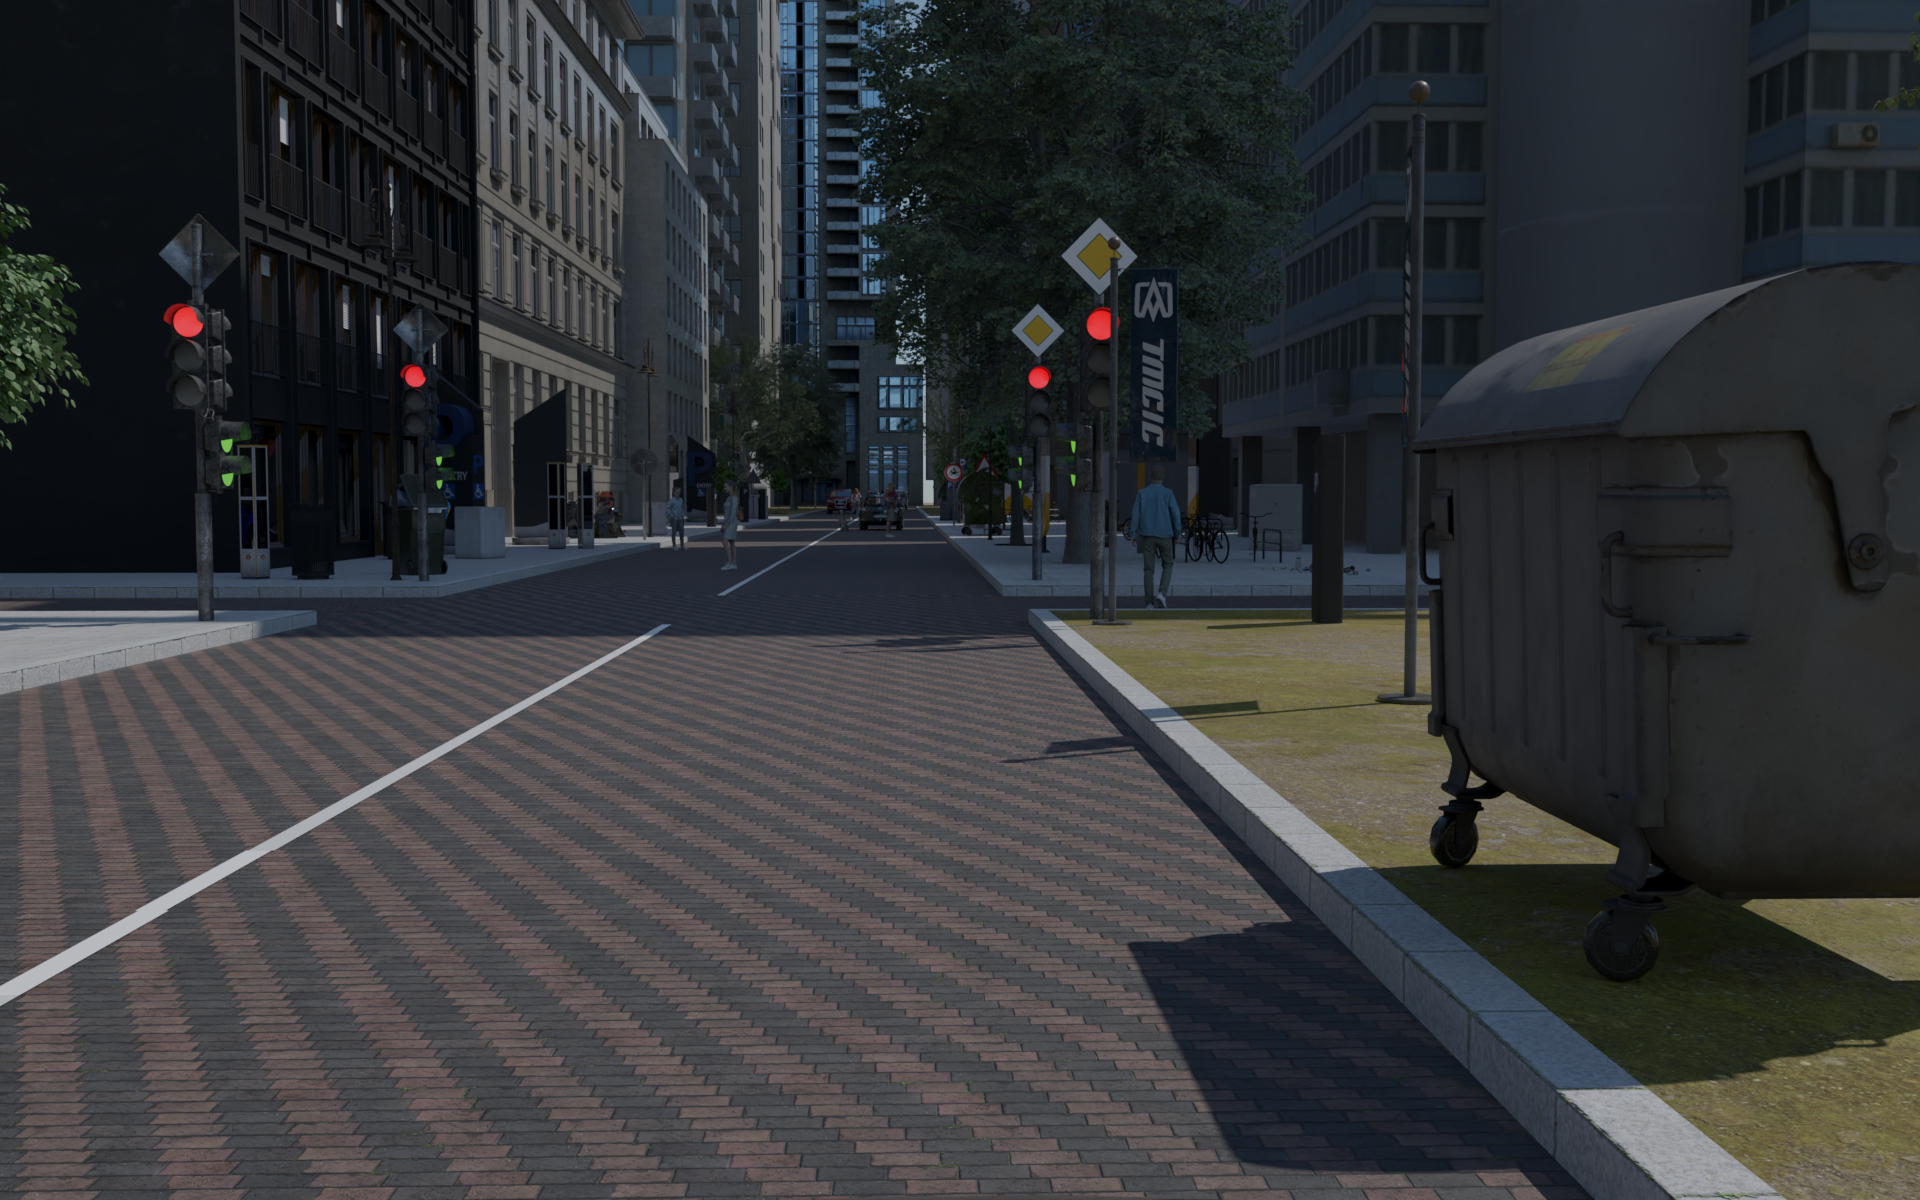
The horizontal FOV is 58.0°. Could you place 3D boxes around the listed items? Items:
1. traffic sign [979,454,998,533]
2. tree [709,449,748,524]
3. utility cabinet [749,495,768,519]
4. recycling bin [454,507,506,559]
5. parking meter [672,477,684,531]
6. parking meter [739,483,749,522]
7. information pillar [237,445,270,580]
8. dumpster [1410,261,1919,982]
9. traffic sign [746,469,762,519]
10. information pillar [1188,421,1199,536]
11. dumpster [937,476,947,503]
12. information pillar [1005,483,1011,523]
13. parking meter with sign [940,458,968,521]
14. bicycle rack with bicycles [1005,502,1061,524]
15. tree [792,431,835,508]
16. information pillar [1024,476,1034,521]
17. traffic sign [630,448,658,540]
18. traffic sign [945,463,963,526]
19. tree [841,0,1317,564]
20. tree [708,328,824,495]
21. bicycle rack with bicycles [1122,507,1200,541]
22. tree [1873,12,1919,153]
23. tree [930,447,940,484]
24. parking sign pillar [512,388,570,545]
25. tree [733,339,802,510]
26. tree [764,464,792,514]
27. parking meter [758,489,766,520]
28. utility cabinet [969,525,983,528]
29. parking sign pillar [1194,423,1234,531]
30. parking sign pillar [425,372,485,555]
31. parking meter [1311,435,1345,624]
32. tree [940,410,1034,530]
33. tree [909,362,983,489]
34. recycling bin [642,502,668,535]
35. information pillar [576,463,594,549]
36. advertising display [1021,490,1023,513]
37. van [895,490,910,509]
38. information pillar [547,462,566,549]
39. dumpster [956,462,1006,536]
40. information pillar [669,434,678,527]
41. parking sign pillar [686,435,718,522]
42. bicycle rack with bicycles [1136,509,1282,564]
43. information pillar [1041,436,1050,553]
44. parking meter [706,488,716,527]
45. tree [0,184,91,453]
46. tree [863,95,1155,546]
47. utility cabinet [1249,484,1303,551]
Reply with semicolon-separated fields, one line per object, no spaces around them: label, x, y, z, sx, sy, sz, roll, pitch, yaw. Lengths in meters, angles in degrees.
traffic sign;0.795;-3.461;56.586;0.884;2.594;0.081;0;4;-1
tree;-10.109;-4.879;74.369;1.663;3.219;1.824;0;3;0
utility cabinet;-10.445;-4.802;89.673;1.020;1.237;0.306;0;4;-3
recycling bin;-9.555;-1.341;34.481;0.722;1.027;0.722;2;4;25
parking meter;-9.714;-3.299;59.642;0.399;1.863;0.255;-1;4;-9
parking meter;-9.784;-4.460;78.630;0.399;1.863;0.255;-2;4;-33
information pillar;-10.634;-1.321;26.085;0.304;2.012;0.304;1;4;19
dumpster;2.229;0.033;5.217;1.264;1.857;1.865;0;4;-2
traffic sign;-10.669;-5.465;89.356;0.884;2.594;0.081;0;4;6
information pillar;6.961;-3.694;51.749;0.183;3.616;0.504;-1;4;-23
dumpster;-0.366;-5.171;87.034;1.502;2.255;1.985;0;4;-2
information pillar;2.108;-5.301;78.027;0.504;3.616;0.183;0;4;-3
parking meter with sign;-0.333;-5.356;83.836;0.543;3.016;1.738;2;4;34
bicycle rack with bicycles;3.341;-3.862;76.530;2.925;0.926;2.852;-3;4;-38
tree;-13.407;-12.672;157.553;4.360;8.622;3.978;0;3;0
information pillar;3.293;-5.583;82.632;0.504;3.616;0.183;-1;4;-8
traffic sign;-8.756;-2.930;48.011;0.768;2.556;0.104;0;4;1
traffic sign;-0.247;-4.311;70.594;0.768;2.556;0.104;0;4;-1
tree;2.251;-7.635;31.482;9.857;13.997;8.962;0;3;0
tree;-11.699;-9.905;96.358;8.767;10.594;7.601;0;4;-2
bicycle rack with bicycles;5.833;-2.121;48.064;2.925;0.926;2.852;-1;4;-22
tree;10.107;-3.903;14.183;4.737;8.622;4.395;0;3;0
tree;-0.206;-7.415;104.948;4.285;4.588;4.351;0;3;0
parking sign pillar;-10.660;-3.393;43.942;1.447;3.967;1.447;-1;4;-20
tree;-13.479;-14.214;139.056;9.857;13.997;8.962;0;3;0
tree;-11.672;-7.202;112.351;1.663;3.219;1.824;0;3;0
parking meter;-9.951;-4.802;86.928;0.372;1.533;0.369;0;3;0
utility cabinet;0.611;-3.318;65.416;0.306;1.237;1.020;-1;4;-18
parking sign pillar;9.001;-4.455;61.305;1.447;3.967;1.447;2;4;29
parking sign pillar;-10.903;-2.987;37.312;1.447;3.967;1.447;1;4;23
parking meter;3.675;-0.708;17.292;0.255;1.863;0.399;0;4;1
tree;1.562;-4.775;61.792;4.285;4.588;4.351;0;3;0
tree;-0.393;-8.866;95.320;4.737;8.622;4.395;0;3;0
recycling bin;-9.519;-2.541;54.100;0.722;1.027;0.722;0;4;-4
information pillar;-8.802;-2.215;40.708;0.304;2.012;0.304;-2;4;-34
advertising display;1.957;-3.196;57.464;0.123;1.923;0.974;1;4;12
van;-5.837;-9.722;165.969;2.013;2.044;4.112;0;4;-1
information pillar;-9.376;-2.188;40.265;0.304;2.012;0.304;1;4;18
dumpster;0.663;-3.165;54.249;1.502;2.255;1.985;0;4;-2
information pillar;-11.116;-4.643;67.274;0.183;3.616;0.504;-3;5;-44
parking sign pillar;-11.794;-5.537;79.010;1.447;3.967;1.447;0;4;1
bicycle rack with bicycles;4.967;-1.201;33.014;2.852;0.926;2.925;0;4;1
information pillar;1.850;-2.837;37.735;0.183;3.616;0.504;-1;4;-12
parking meter;-9.681;-3.609;67.419;0.372;1.533;0.369;0;3;0
tree;-9.252;-1.891;14.632;4.285;4.588;4.351;0;3;0
tree;1.465;-7.160;42.828;9.928;11.665;9.643;0;3;0
utility cabinet;7.106;-1.856;39.028;1.173;1.500;0.318;3;4;37
